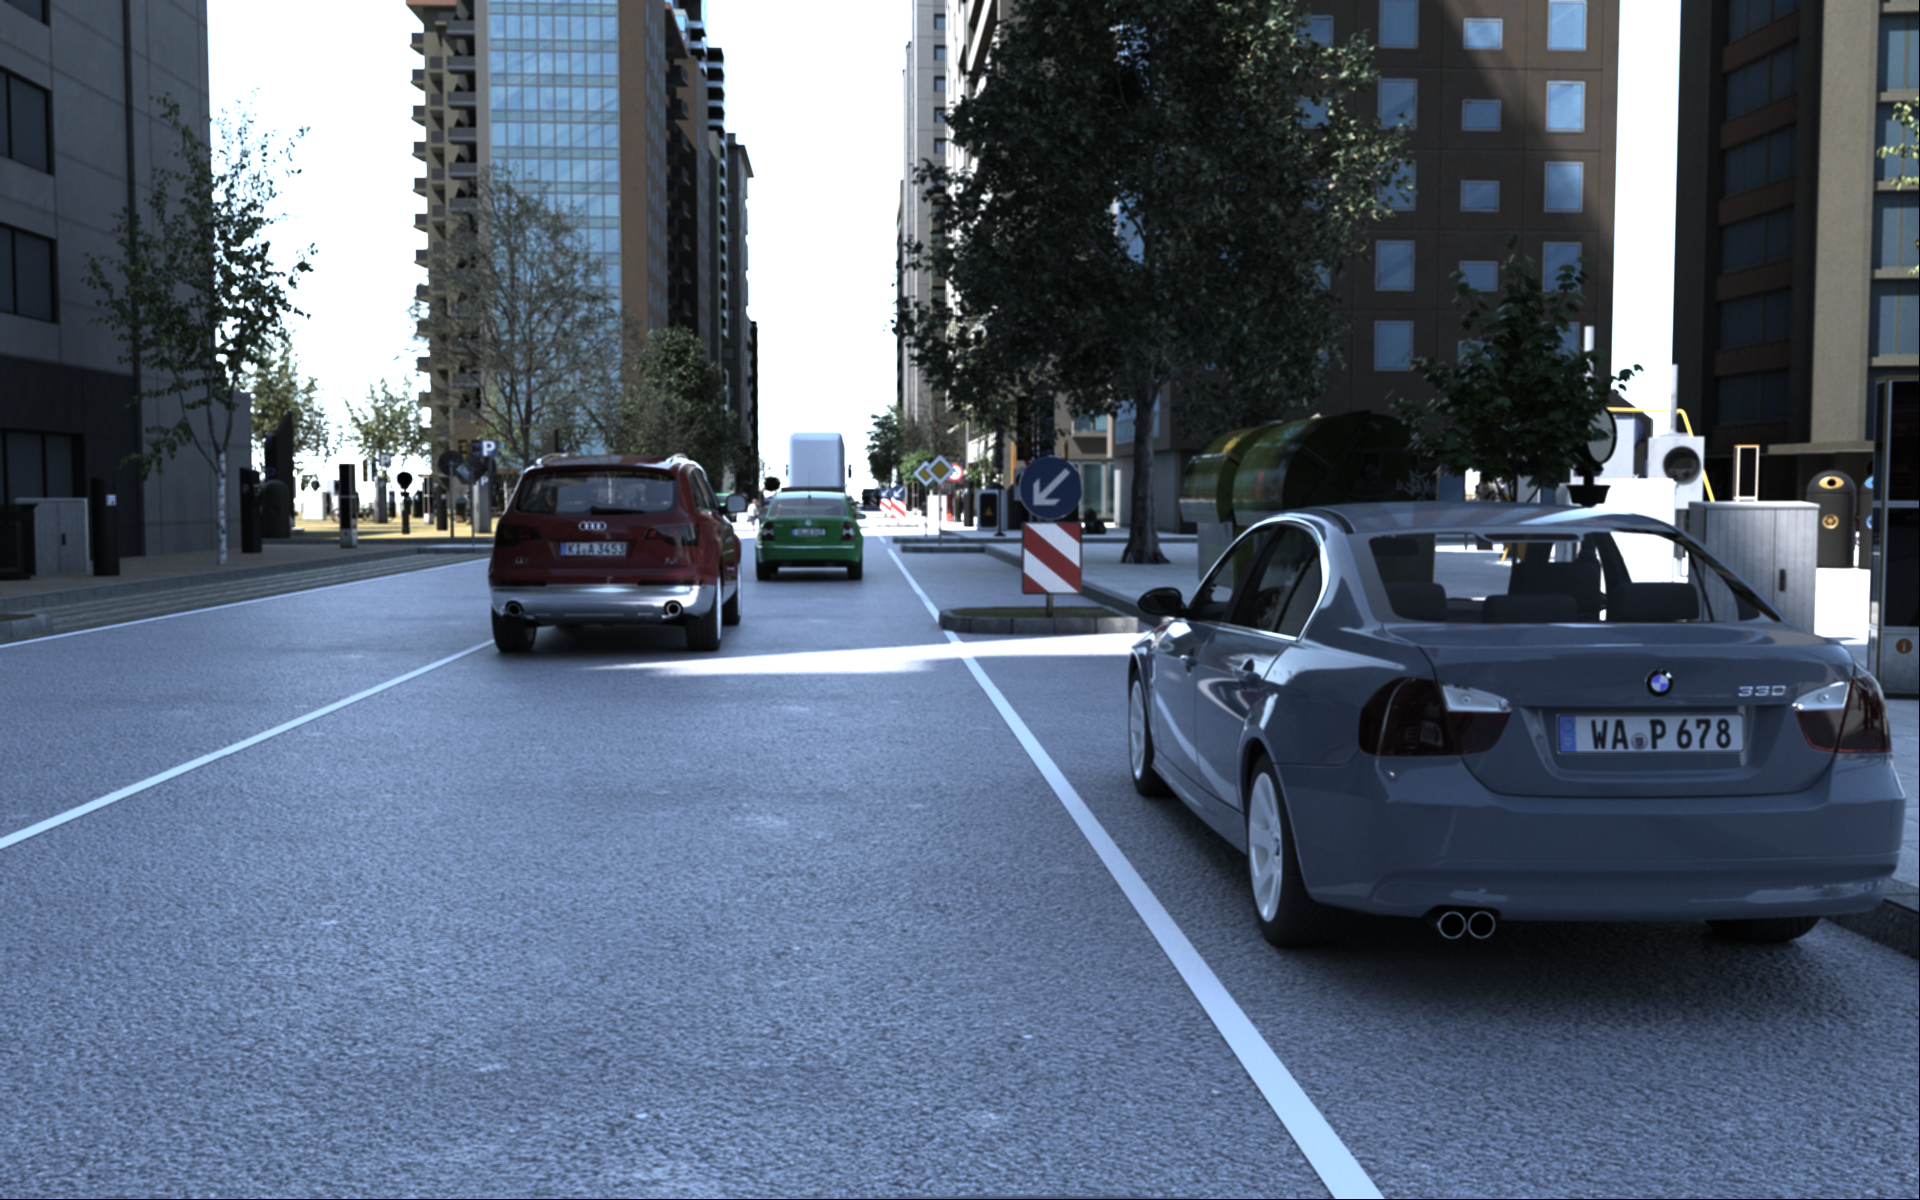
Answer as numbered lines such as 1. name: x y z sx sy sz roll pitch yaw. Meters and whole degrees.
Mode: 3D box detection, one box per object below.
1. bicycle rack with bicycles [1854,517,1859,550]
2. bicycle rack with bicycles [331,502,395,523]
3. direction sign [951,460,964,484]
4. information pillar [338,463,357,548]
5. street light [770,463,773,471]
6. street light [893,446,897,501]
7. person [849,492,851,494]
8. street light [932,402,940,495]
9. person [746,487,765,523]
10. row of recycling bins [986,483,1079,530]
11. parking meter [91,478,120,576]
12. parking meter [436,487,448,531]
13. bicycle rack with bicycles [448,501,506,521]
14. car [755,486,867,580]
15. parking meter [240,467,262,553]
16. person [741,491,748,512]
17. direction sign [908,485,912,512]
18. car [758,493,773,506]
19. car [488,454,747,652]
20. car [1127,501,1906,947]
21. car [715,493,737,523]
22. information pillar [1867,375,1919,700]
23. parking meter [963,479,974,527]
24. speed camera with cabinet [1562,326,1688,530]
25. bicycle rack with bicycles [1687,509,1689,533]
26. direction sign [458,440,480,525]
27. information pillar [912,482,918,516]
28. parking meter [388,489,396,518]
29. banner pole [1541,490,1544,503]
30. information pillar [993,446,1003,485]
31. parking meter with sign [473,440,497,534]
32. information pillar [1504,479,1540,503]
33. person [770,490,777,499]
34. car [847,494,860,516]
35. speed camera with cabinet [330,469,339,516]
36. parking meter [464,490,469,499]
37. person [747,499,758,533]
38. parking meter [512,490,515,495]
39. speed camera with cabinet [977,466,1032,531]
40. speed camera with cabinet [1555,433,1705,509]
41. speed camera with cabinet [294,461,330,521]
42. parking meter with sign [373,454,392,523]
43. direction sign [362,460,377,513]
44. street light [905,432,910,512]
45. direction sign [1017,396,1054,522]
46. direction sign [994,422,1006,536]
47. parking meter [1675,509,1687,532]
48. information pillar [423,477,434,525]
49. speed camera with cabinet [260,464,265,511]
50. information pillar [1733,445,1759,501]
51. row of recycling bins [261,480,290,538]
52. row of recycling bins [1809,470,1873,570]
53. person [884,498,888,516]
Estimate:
1. bicycle rack with bicycles: 19.457 -1.652 40.386 2.852 0.926 2.925 -3 4 -36
2. bicycle rack with bicycles: -27.397 -4.029 79.248 2.925 0.926 2.852 -2 4 -27
3. direction sign: -0.164 -7.610 116.424 0.876 3.537 0.379 1 4 20
4. information pillar: -14.548 -2.243 41.166 0.304 2.012 0.304 0 4 5
5. street light: -27.222 -16.916 249.355 0.468 5.910 1.993 0 4 -4
6. street light: -6.080 -11.610 162.614 0.468 5.910 1.993 0 4 -4
7. person: -14.611 -13.421 228.658 1.217 1.735 0.721 -3 5 -42
8. street light: -1.213 -6.988 87.045 0.468 5.910 1.993 0 4 -4
9. person: -10.159 -4.775 86.793 0.699 1.804 1.509 3 4 37
10. row of recycling bins: 2.555 -3.366 62.153 3.534 1.692 1.069 1 4 18
11. parking meter: -13.411 -1.148 27.175 0.372 1.533 0.369 0 3 0
12. parking meter: -18.266 -3.220 61.055 0.372 1.533 0.369 0 3 0
13. bicycle rack with bicycles: -23.551 -4.335 84.251 2.925 0.926 2.852 0 4 7
14. car: -2.605 -1.314 30.278 1.959 1.807 4.718 0 4 -4
15. parking meter: -15.441 -1.958 37.727 0.399 1.863 0.255 1 4 22
16. person: -17.343 -7.946 139.362 0.756 1.711 0.436 2 4 25
17. direction sign: -3.567 -8.066 123.882 0.379 3.537 0.876 3 5 44
18. car: -21.260 -11.004 189.512 1.945 1.707 3.694 0 4 -5
19. car: -3.305 -0.528 17.301 2.281 1.827 5.304 0 4 -4
20. car: 1.768 0.318 6.800 2.014 1.417 4.499 0 4 -3
21. car: -12.283 -4.831 87.787 1.959 1.807 4.718 0 4 -4
22. information pillar: 5.919 -0.391 10.881 0.304 2.012 0.304 1 4 16
23. parking meter: 0.340 -3.750 67.027 0.255 1.863 0.399 -3 5 -44
24. speed camera with cabinet: 7.570 -1.559 19.821 0.660 3.252 2.038 0 4 3
25. bicycle rack with bicycles: 19.128 -1.826 43.236 2.925 0.926 2.852 -2 4 -32
26. direction sign: -20.463 -4.912 72.310 0.876 3.537 0.379 -1 4 -14
27. information pillar: -2.649 -6.001 102.601 0.304 2.012 0.304 -1 4 -13
28. parking meter: -30.960 -5.260 94.406 0.372 1.533 0.369 0 3 0
29. banner pole: 17.347 -3.808 52.277 0.863 3.779 0.401 0 4 7
30. information pillar: 1.586 -4.922 71.835 0.504 3.616 0.183 3 5 42
31. parking meter with sign: -15.568 -3.684 56.492 0.543 3.016 1.738 -2 4 -29
32. information pillar: 7.912 -2.016 24.309 0.504 3.616 0.183 2 4 31
33. person: -18.885 -10.357 177.801 1.348 1.831 0.705 -2 4 -26
34. car: -6.756 -5.299 98.444 2.131 1.459 4.920 0 4 -5
35. speed camera with cabinet: -37.510 -6.625 102.657 0.660 3.252 2.038 0 4 8
36. parking meter: -34.085 -6.817 119.867 0.372 1.533 0.369 0 3 0
37. person: -7.521 -3.038 62.859 0.352 1.250 0.332 -2 4 -35
38. parking meter: -24.552 -5.334 95.620 0.372 1.533 0.369 0 3 0
39. speed camera with cabinet: 1.620 -4.031 60.241 2.038 3.252 0.660 1 4 19
40. speed camera with cabinet: 10.202 -1.962 26.412 2.038 3.252 0.660 0 4 5
41. speed camera with cabinet: -31.660 -5.451 83.455 2.038 3.252 0.660 0 4 -6
42. parking meter with sign: -25.532 -4.901 76.386 0.543 3.016 1.738 -2 4 -31
43. direction sign: -38.982 -7.486 114.396 0.876 3.537 0.379 -1 4 -15
44. street light: -3.794 -9.378 126.120 0.468 5.910 1.993 0 4 -4
45. direction sign: 1.744 -2.939 40.056 0.876 3.537 0.379 1 4 16
46. direction sign: 1.207 -3.699 52.475 0.379 3.537 0.876 1 4 14
47. parking meter: 14.404 -1.614 34.799 0.372 1.533 0.369 0 3 0
48. information pillar: -22.345 -4.180 72.842 0.304 2.012 0.304 2 4 30
49. speed camera with cabinet: -44.186 -7.077 110.039 0.660 3.252 2.038 0 4 4
50. information pillar: 11.884 -1.329 26.220 0.304 2.012 0.304 1 4 16
51. row of recycling bins: -21.298 -2.670 50.767 3.534 1.692 1.069 1 4 12
52. row of recycling bins: 15.854 -1.335 28.937 1.069 1.692 3.534 -2 4 -32
53. person: -4.840 -6.152 113.371 0.425 1.301 0.394 1 4 14
